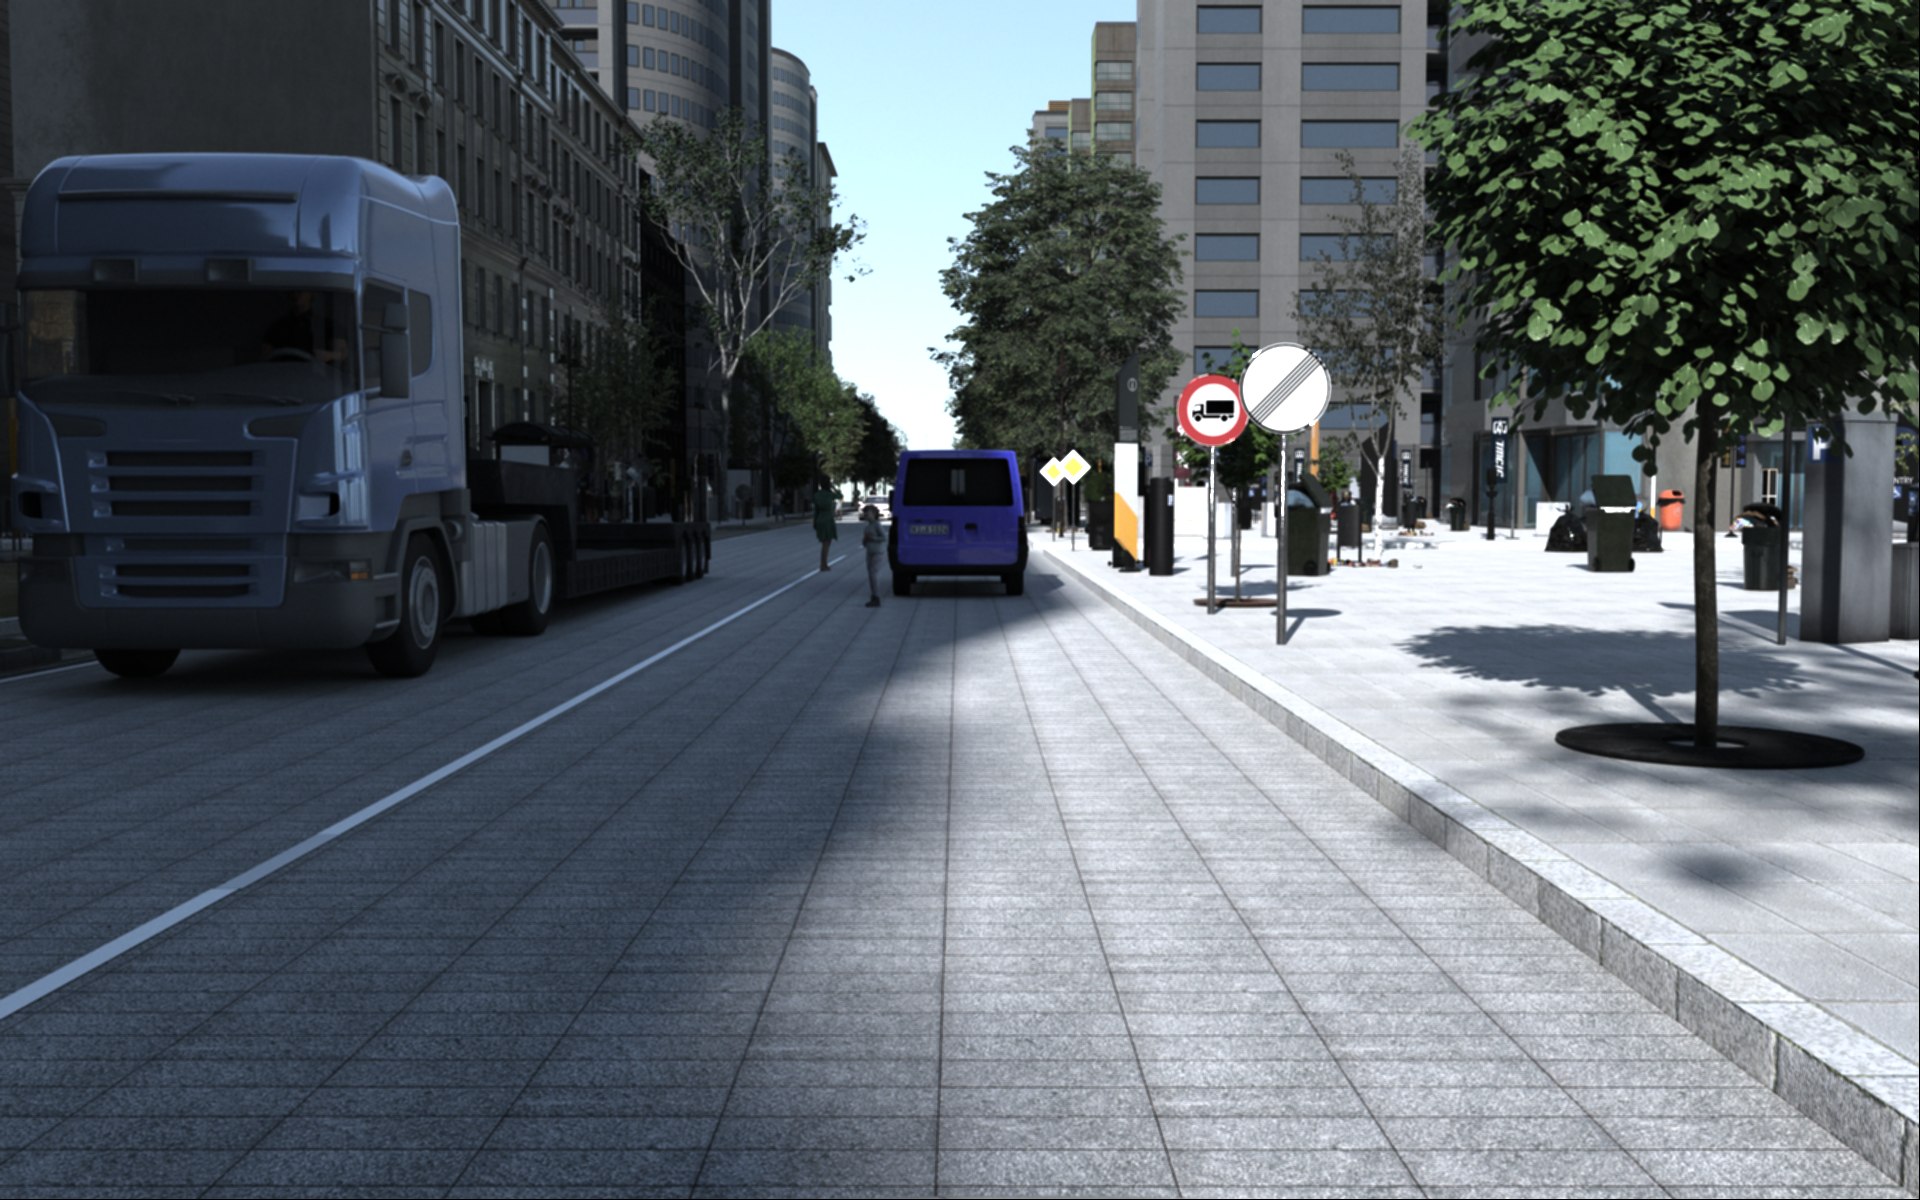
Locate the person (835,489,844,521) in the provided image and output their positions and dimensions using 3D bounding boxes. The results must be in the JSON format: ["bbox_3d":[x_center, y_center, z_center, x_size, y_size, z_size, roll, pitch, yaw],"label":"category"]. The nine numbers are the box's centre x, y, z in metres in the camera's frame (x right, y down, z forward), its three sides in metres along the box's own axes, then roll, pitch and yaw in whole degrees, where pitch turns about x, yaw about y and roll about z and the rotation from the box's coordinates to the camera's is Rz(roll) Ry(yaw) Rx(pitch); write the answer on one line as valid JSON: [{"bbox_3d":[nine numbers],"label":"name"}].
[{"bbox_3d":[-6.500,-5.126,93.321,0.522,1.701,0.512,1,4,11],"label":"person"}]

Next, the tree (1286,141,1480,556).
[{"bbox_3d":[8.711,-5.231,35.885,4.360,8.622,3.978,0,3,0],"label":"tree"}]

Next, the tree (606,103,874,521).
[{"bbox_3d":[-10.201,-13.845,82.256,12.611,20.169,13.585,0,3,0],"label":"tree"}]

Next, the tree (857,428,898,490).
[{"bbox_3d":[-11.356,-17.488,220.339,7.601,10.594,8.767,-3,5,-42],"label":"tree"}]

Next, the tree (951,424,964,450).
[{"bbox_3d":[4.139,-16.924,187.084,12.009,13.543,11.850,0,3,0],"label":"tree"}]

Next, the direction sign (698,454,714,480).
[{"bbox_3d":[-14.399,-6.499,98.252,0.876,3.537,0.379,-1,4,-19],"label":"direction sign"}]

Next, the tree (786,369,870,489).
[{"bbox_3d":[-11.882,-14.554,156.088,7.486,12.596,7.792,0,3,0],"label":"tree"}]

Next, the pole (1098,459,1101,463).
[{"bbox_3d":[7.919,-6.382,98.184,0.158,3.312,0.155,0,3,0],"label":"pole"}]

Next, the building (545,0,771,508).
[{"bbox_3d":[-29.723,-38.038,163.927,21.231,58.520,28.212,0,3,0],"label":"building"}]

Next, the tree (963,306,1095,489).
[{"bbox_3d":[3.725,-10.153,91.752,9.928,11.665,9.643,0,3,0],"label":"tree"}]

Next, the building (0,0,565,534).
[{"bbox_3d":[-24.019,-16.459,66.373,12.463,27.353,25.104,0,3,0],"label":"building"}]

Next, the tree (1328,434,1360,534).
[{"bbox_3d":[11.794,-3.735,55.662,1.663,3.219,1.824,0,3,0],"label":"tree"}]

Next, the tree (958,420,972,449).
[{"bbox_3d":[3.437,-19.643,239.295,7.486,12.596,7.792,0,3,0],"label":"tree"}]

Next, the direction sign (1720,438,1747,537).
[{"bbox_3d":[22.982,-3.640,51.507,0.379,3.537,0.876,-2,4,-26],"label":"direction sign"}]

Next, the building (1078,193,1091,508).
[{"bbox_3d":[18.367,-24.269,168.498,14.160,30.474,14.107,0,3,0],"label":"building"}]

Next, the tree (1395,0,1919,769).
[{"bbox_3d":[3.838,-1.528,8.697,4.285,4.588,4.351,0,3,0],"label":"tree"}]

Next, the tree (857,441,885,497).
[{"bbox_3d":[-10.941,-15.163,198.281,4.360,8.622,3.978,0,3,0],"label":"tree"}]

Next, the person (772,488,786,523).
[{"bbox_3d":[-9.008,-4.721,86.272,0.643,1.750,0.593,2,4,34],"label":"person"}]

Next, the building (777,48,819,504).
[{"bbox_3d":[-30.196,-41.876,226.674,21.231,58.520,28.212,0,3,0],"label":"building"}]

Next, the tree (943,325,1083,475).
[{"bbox_3d":[3.696,-11.946,112.318,9.611,12.733,9.660,0,3,0],"label":"tree"}]

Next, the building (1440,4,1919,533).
[{"bbox_3d":[34.216,-27.311,66.146,30.456,49.044,23.786,0,3,0],"label":"building"}]

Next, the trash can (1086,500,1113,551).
[{"bbox_3d":[3.241,-1.705,39.526,0.748,1.137,0.748,0,3,0],"label":"trash can"}]

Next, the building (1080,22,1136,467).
[{"bbox_3d":[18.480,-28.777,154.100,14.154,41.232,14.086,0,3,0],"label":"building"}]

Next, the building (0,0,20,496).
[{"bbox_3d":[-47.801,-17.230,59.211,29.804,29.767,11.434,0,3,0],"label":"building"}]

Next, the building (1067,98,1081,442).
[{"bbox_3d":[18.235,-30.504,182.334,14.154,41.232,14.086,0,3,0],"label":"building"}]

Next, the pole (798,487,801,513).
[{"bbox_3d":[-11.158,-7.740,120.384,0.158,3.312,0.155,0,3,0],"label":"pole"}]

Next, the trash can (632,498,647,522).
[{"bbox_3d":[-12.514,-3.413,67.449,0.748,1.137,0.748,0,3,0],"label":"trash can"}]

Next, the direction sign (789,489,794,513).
[{"bbox_3d":[-11.408,-7.635,116.825,0.379,3.537,0.876,-2,4,-32],"label":"direction sign"}]

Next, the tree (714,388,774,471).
[{"bbox_3d":[-15.023,-10.254,118.007,4.737,8.622,4.395,0,3,0],"label":"tree"}]

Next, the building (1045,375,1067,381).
[{"bbox_3d":[25.601,-24.024,237.836,27.650,21.520,28.899,0,3,0],"label":"building"}]

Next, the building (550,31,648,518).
[{"bbox_3d":[-24.755,-18.012,91.753,12.463,27.353,25.104,0,3,0],"label":"building"}]

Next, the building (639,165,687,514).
[{"bbox_3d":[-25.229,-17.299,112.520,12.332,23.373,15.834,0,3,0],"label":"building"}]

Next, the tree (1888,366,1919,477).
[{"bbox_3d":[19.793,-5.128,34.208,4.737,8.622,4.395,0,3,0],"label":"tree"}]

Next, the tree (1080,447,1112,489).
[{"bbox_3d":[7.971,-7.418,104.999,4.285,4.588,4.351,0,3,0],"label":"tree"}]

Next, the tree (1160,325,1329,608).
[{"bbox_3d":[3.092,-1.553,19.998,1.663,3.219,1.824,0,3,0],"label":"tree"}]

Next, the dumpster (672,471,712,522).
[{"bbox_3d":[-11.491,-4.387,74.223,1.502,2.255,1.985,0,4,0],"label":"dumpster"}]

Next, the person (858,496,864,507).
[{"bbox_3d":[-6.341,-5.990,110.708,0.425,1.301,0.394,-1,4,-10],"label":"person"}]

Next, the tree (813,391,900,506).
[{"bbox_3d":[-11.167,-16.498,186.741,9.611,12.733,9.660,0,3,0],"label":"tree"}]

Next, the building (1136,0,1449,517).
[{"bbox_3d":[21.345,-34.494,105.980,21.231,58.520,28.212,0,3,0],"label":"building"}]

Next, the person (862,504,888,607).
[{"bbox_3d":[-1.112,-0.570,22.105,0.425,1.301,0.394,2,4,32],"label":"person"}]

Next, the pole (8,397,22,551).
[{"bbox_3d":[-19.153,-2.524,35.105,0.158,3.312,0.155,0,3,0],"label":"pole"}]

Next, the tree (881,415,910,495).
[{"bbox_3d":[-11.668,-21.774,266.376,12.009,13.543,11.850,0,3,0],"label":"tree"}]

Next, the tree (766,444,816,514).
[{"bbox_3d":[-11.058,-7.926,113.306,4.285,4.588,4.351,0,3,0],"label":"tree"}]

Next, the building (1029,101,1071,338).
[{"bbox_3d":[21.132,-44.289,266.115,21.231,58.520,28.212,0,3,0],"label":"building"}]

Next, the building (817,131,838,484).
[{"bbox_3d":[-32.990,-40.698,254.651,28.713,52.752,27.495,0,3,0],"label":"building"}]

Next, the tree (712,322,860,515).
[{"bbox_3d":[-11.262,-10.995,105.530,9.928,11.665,9.643,0,3,0],"label":"tree"}]

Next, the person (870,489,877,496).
[{"bbox_3d":[-6.803,-7.902,137.712,1.348,1.821,0.705,-2,4,-33],"label":"person"}]

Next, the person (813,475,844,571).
[{"bbox_3d":[-2.532,-1.450,32.449,0.600,1.795,0.529,2,4,23],"label":"person"}]

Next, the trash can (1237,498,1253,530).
[{"bbox_3d":[10.167,-3.093,62.224,0.748,1.137,0.748,0,3,0],"label":"trash can"}]

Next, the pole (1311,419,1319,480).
[{"bbox_3d":[9.595,-3.244,46.875,0.158,3.312,0.155,0,3,0],"label":"pole"}]

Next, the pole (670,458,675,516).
[{"bbox_3d":[-16.828,-6.559,101.078,0.158,3.312,0.155,0,3,0],"label":"pole"}]

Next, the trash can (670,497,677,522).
[{"bbox_3d":[-12.686,-4.056,77.965,0.748,1.137,0.748,0,3,0],"label":"trash can"}]

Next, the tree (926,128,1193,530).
[{"bbox_3d":[3.699,-9.491,61.832,9.857,13.997,8.962,0,3,0],"label":"tree"}]

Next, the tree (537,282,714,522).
[{"bbox_3d":[-11.424,-6.682,59.607,4.737,8.622,4.395,0,3,0],"label":"tree"}]
